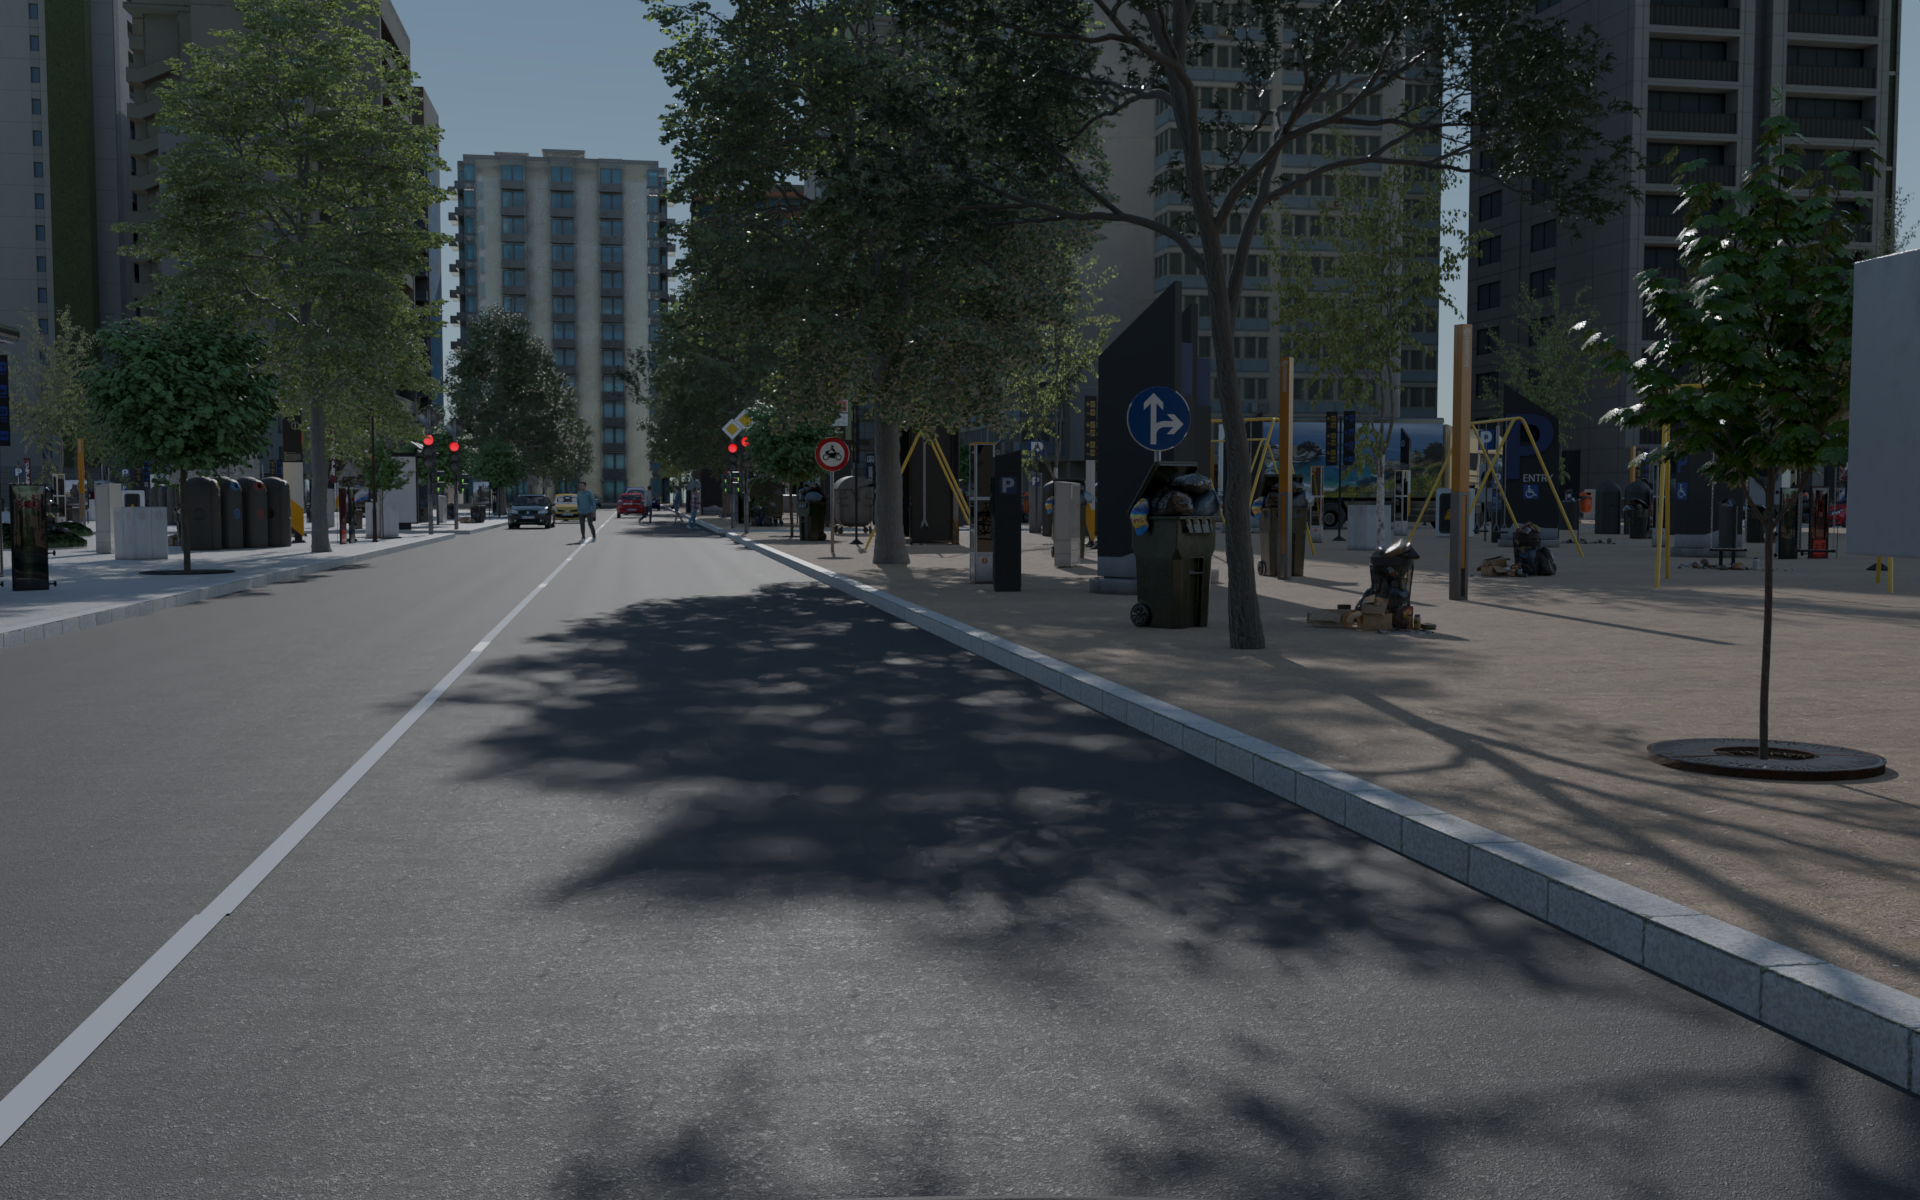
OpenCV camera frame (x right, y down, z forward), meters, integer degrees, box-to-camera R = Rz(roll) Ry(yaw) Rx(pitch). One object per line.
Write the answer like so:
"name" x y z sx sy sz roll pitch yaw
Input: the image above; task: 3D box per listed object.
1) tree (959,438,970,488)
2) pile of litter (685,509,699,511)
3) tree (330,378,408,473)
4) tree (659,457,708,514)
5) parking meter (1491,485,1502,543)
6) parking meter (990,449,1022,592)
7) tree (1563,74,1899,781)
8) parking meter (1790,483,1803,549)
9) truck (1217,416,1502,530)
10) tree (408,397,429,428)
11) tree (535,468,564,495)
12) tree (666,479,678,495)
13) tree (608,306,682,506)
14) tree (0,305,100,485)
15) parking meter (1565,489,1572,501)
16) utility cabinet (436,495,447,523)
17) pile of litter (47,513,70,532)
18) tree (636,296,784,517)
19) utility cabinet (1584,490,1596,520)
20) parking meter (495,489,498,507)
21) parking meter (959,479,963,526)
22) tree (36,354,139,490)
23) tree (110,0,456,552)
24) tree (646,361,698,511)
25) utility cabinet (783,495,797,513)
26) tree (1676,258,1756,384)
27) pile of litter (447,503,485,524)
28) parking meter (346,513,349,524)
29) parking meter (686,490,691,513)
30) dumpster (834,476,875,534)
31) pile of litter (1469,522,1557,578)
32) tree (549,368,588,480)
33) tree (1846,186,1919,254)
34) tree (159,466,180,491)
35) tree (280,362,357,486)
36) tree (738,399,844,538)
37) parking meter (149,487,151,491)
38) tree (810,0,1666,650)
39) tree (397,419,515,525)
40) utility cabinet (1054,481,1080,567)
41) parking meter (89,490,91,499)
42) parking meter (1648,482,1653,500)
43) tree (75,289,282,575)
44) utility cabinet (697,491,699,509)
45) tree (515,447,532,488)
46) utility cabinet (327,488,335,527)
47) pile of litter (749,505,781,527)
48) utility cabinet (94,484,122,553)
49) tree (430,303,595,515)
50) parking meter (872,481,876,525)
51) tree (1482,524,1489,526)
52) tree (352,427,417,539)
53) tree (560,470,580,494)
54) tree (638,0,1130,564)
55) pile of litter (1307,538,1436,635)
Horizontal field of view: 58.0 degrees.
"tree" -0.895 -6.874 96.099 4.285 4.588 4.351 0 3 0
"pile of litter" -20.438 -7.265 132.753 1.176 0.858 1.719 -1 4 -20
"tree" -37.337 -9.577 106.939 4.360 8.622 3.978 0 3 0
"tree" -16.800 -9.879 111.880 4.737 8.622 4.395 0 3 0
"parking meter" 14.180 -2.271 45.537 0.372 1.533 0.369 0 3 0
"parking meter" 0.602 -1.045 22.789 0.399 1.863 0.255 0 4 -5
"tree" 3.688 -0.828 8.147 1.663 3.219 1.824 0 3 0
"parking meter" 19.430 -1.956 40.386 0.372 1.533 0.369 0 3 0
"truck" 15.302 -4.613 64.332 11.283 4.237 2.839 -1 4 -11
"tree" -41.507 -11.003 130.264 4.360 8.622 3.978 0 3 0
"tree" -34.439 -11.824 143.678 4.737 8.622 4.395 0 3 0
"tree" -33.541 -12.730 202.734 1.663 3.219 1.824 0 3 0
"tree" -29.524 -19.629 176.817 12.611 20.169 13.585 0 3 0
"tree" -34.937 -7.104 66.513 4.360 8.622 3.978 0 3 0
"parking meter" 30.862 -4.861 87.882 0.372 1.533 0.369 0 3 0
"utility cabinet" -22.936 -4.004 76.630 0.306 1.237 1.020 0 4 -7
"pile of litter" -23.316 -1.840 44.041 1.719 0.858 1.176 -2 4 -25
"tree" -13.155 -10.977 96.484 9.611 12.733 9.660 0 3 0
"utility cabinet" 31.425 -4.696 85.458 1.173 1.500 0.318 2 4 35
"parking meter" -35.494 -7.795 133.159 0.399 1.863 0.255 -2 4 -28
"parking meter" -0.080 -3.883 69.192 0.255 1.863 0.399 3 5 41
"tree" -46.669 -8.671 92.135 4.737 8.622 4.395 0 3 0
"tree" -14.385 -7.309 37.624 7.486 12.596 7.792 0 3 0
"tree" -19.355 -12.874 128.619 7.486 12.596 7.792 0 3 0
"utility cabinet" -11.679 -6.576 118.676 1.020 1.237 0.306 -2 4 -24
"tree" 22.430 -6.088 49.909 4.737 8.622 4.395 0 3 0
"pile of litter" -21.558 -3.800 76.097 1.176 0.858 1.719 2 4 23
"parking meter" -26.736 -4.097 75.402 0.372 1.533 0.369 0 3 0
"parking meter" -18.287 -6.620 116.648 0.372 1.533 0.369 0 3 0
"dumpster" -3.452 -3.083 56.172 1.264 1.857 1.865 -1 4 -11
"pile of litter" 8.654 -0.809 27.187 1.719 0.858 1.176 -2 4 -24
"tree" -36.542 -14.313 152.146 7.486 12.596 7.792 0 3 0
"tree" 22.694 -5.560 41.275 4.360 8.622 3.978 0 3 0
"tree" -22.040 -3.382 49.901 1.663 3.219 1.824 0 3 0
"tree" -36.335 -9.003 97.556 4.737 8.622 4.395 0 3 0
"tree" -4.985 -4.162 51.767 4.285 4.588 4.351 0 3 0
"parking meter" -59.251 -7.420 127.027 0.255 1.863 0.399 1 4 15
"tree" 2.197 -4.891 14.382 8.767 10.594 7.601 -3 4 -38
"tree" -21.527 -5.373 71.564 4.285 4.588 4.351 0 3 0
"utility cabinet" 1.912 -1.342 30.624 0.318 1.500 1.173 1 4 12
"parking meter" -48.417 -5.386 96.466 0.372 1.533 0.369 0 3 0
"parking meter" 34.130 -4.875 85.410 0.399 1.863 0.255 1 4 21
"tree" -12.563 -2.713 28.072 4.285 4.588 4.351 0 3 0
"utility cabinet" -20.389 -7.780 135.877 0.318 1.500 1.173 1 4 23
"tree" -24.865 -6.722 93.626 4.285 4.588 4.351 0 3 0
"utility cabinet" -24.316 -3.546 66.650 0.318 1.500 1.173 -2 4 -29
"pile of litter" -7.871 -3.341 68.596 1.719 0.858 1.176 2 4 35
"utility cabinet" -18.473 -1.766 37.560 0.318 1.500 1.173 -1 4 -15
"tree" -27.540 -11.439 104.043 9.611 12.733 9.660 0 3 0
"parking meter" -3.468 -4.069 72.232 0.399 1.863 0.255 1 4 15
"tree" 21.176 -4.657 70.737 1.663 3.219 1.824 0 3 0
"tree" -16.599 -3.374 49.764 1.663 3.219 1.824 0 3 0
"tree" -45.755 -15.422 202.504 4.360 8.622 3.978 0 3 0
"tree" -1.268 -7.637 31.524 9.857 13.997 8.962 0 3 0
"pile of litter" 3.941 -0.164 16.644 1.176 0.858 1.719 0 4 3
